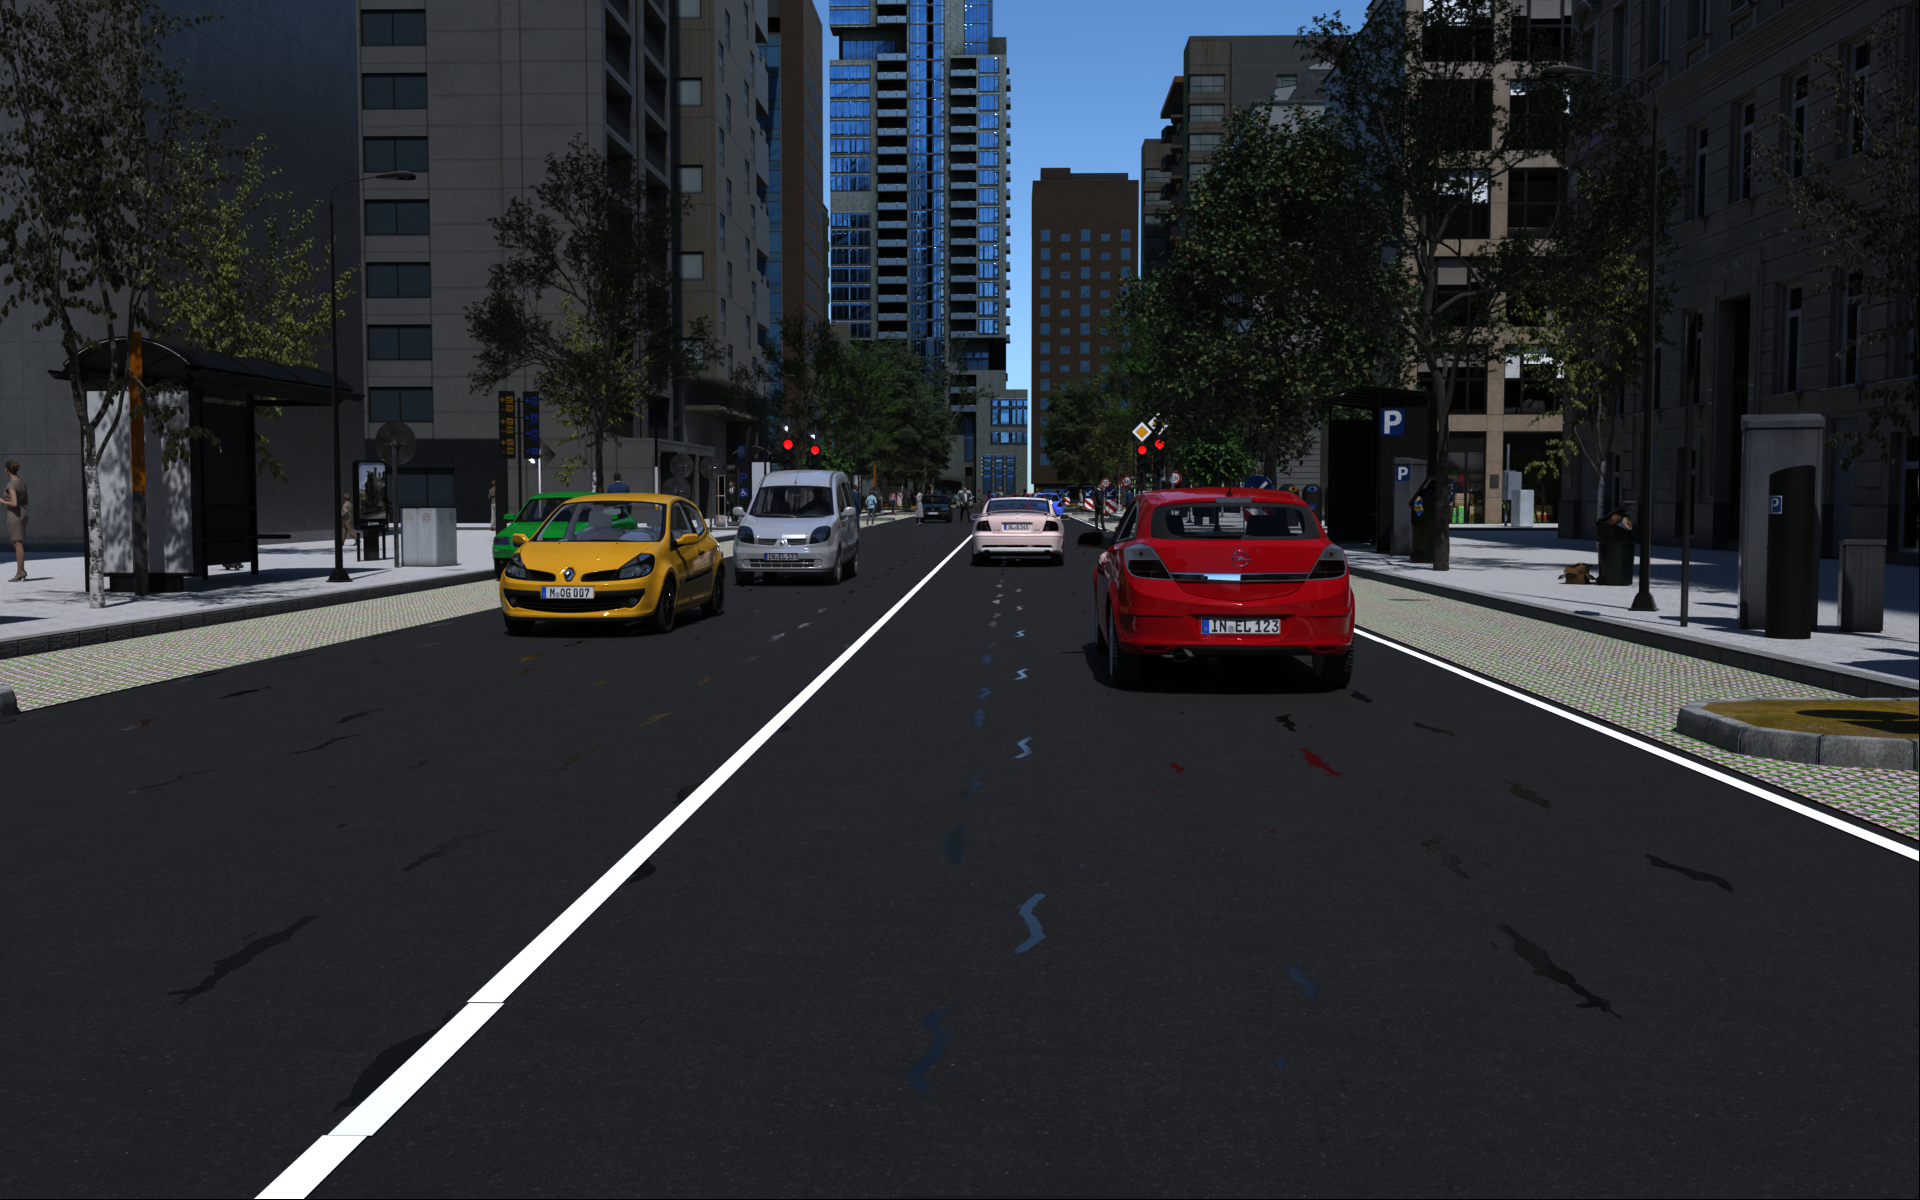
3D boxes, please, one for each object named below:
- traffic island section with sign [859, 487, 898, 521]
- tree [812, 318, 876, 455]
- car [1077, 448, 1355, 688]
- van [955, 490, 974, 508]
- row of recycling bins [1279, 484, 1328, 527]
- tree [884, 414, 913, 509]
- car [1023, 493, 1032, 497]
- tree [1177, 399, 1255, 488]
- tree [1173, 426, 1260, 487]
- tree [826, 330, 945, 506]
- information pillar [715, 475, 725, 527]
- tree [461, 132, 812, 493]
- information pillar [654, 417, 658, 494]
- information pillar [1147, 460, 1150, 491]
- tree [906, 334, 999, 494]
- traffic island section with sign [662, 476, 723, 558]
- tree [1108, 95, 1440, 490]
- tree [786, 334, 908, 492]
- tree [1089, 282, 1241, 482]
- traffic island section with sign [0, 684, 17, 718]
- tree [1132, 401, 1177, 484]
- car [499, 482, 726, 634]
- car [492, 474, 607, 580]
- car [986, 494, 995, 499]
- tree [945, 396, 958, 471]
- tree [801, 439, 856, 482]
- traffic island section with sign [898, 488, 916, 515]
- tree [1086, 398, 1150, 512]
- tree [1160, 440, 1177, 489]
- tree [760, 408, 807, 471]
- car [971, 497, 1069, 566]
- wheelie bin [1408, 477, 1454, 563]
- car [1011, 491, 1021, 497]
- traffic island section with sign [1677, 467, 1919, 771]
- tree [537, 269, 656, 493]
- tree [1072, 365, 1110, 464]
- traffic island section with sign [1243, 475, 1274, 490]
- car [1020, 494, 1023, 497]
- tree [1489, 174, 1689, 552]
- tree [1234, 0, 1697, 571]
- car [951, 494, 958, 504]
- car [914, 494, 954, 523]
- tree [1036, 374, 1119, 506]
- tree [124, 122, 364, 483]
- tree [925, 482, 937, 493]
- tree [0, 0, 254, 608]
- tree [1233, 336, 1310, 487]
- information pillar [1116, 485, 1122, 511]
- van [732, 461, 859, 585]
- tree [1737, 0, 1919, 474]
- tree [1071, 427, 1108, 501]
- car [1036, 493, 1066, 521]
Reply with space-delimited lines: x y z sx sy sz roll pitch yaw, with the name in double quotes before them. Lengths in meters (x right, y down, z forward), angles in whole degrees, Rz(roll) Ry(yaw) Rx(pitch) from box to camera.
"traffic island section with sign" -4.514 -5.181 93.342 1.989 1.847 2.006 0 4 2
"tree" -8.278 -9.281 86.161 8.767 10.594 7.601 0 4 2
"car" 2.060 -0.324 14.330 2.155 1.783 4.494 0 4 2
"van" 0.478 -10.470 178.193 2.013 2.044 4.112 0 4 0
"row of recycling bins" 14.348 -3.756 68.530 3.534 1.692 1.069 1 4 11
"tree" -5.268 -12.407 153.211 4.360 8.622 3.978 0 3 0
"car" 4.863 -6.435 114.252 2.155 1.783 4.494 0 3 0
"tree" 15.166 -9.052 98.359 4.737 8.622 4.395 0 3 0
"tree" 10.081 -5.178 68.370 4.285 4.588 4.351 0 3 0
"tree" -6.366 -14.069 136.688 9.857 13.997 8.962 0 3 0
"information pillar" -9.399 -3.880 67.929 0.304 2.012 0.304 -2 4 -29
"tree" -9.805 -6.808 45.729 8.767 10.594 7.601 2 4 32
"information pillar" -9.317 -3.778 53.132 0.183 3.616 0.504 -1 4 -11
"information pillar" 13.084 -7.897 120.471 0.183 3.616 0.504 -1 4 -10
"tree" -2.126 -21.308 204.281 12.611 20.169 13.585 0 3 0
"traffic island section with sign" -6.273 -1.800 38.056 1.989 1.847 2.006 0 4 2
"tree" 9.058 -8.130 49.932 9.611 12.733 9.660 0 3 0
"tree" -7.295 -11.528 114.243 9.928 11.665 9.643 0 3 0
"tree" 10.069 -9.625 83.122 9.928 11.665 9.643 0 3 0
"traffic island section with sign" -7.132 -0.131 10.778 1.989 1.847 2.006 0 4 2
"tree" 13.358 -10.215 117.375 4.360 8.622 3.978 0 3 0
"car" -3.746 -0.539 19.038 2.015 1.641 3.980 0 4 4
"car" -6.787 -1.305 30.129 1.959 1.807 4.718 0 4 1
"car" 4.221 -12.525 214.380 1.945 1.707 3.694 0 4 3
"tree" -4.846 -17.135 186.809 9.857 13.997 8.962 0 3 0
"tree" -7.605 -7.065 99.221 4.285 4.588 4.351 0 3 0
"traffic island section with sign" -3.651 -6.829 120.283 1.989 1.847 2.006 0 4 2
"tree" 11.673 -10.625 124.076 4.737 8.622 4.395 0 3 0
"tree" 16.651 -10.553 122.896 4.737 8.622 4.395 0 3 0
"tree" -14.270 -11.612 140.216 4.360 8.622 3.978 0 3 0
"car" 1.240 -1.451 36.086 2.083 1.381 4.827 0 4 3
"wheelie bin" 8.773 -1.487 32.229 0.693 1.594 0.980 2 4 31
"car" 7.034 -12.387 211.572 2.155 1.783 4.494 0 4 2
"traffic island section with sign" 5.261 -0.074 9.838 1.989 1.847 2.006 0 4 2
"tree" -12.068 -6.534 57.193 4.737 8.622 4.395 0 3 0
"tree" 11.455 -10.600 107.716 8.767 10.594 7.601 -2 4 -28
"traffic island section with sign" 6.115 -1.722 36.780 1.989 1.847 2.006 0 4 2
"car" 6.312 -9.345 161.585 1.959 1.807 4.718 0 4 4
"tree" 14.174 -5.386 38.425 4.737 8.622 4.395 0 3 0
"tree" 8.356 -5.780 28.918 7.601 10.594 8.767 -3 4 -38
"car" -0.850 -12.698 216.400 1.959 1.807 4.718 0 4 1
"car" -1.275 -4.755 87.535 2.009 1.686 4.222 0 4 2
"tree" 12.914 -16.896 182.911 9.857 13.997 8.962 0 3 0
"tree" -14.631 -5.185 35.137 4.737 8.622 4.395 0 3 0
"tree" -3.769 -13.327 212.489 1.663 3.219 1.824 0 3 0
"tree" -9.692 -4.197 18.987 4.360 8.622 3.978 0 3 0
"tree" 13.540 -7.698 76.231 4.360 8.622 3.978 0 3 0
"information pillar" 12.287 -7.905 133.735 0.304 2.012 0.304 -3 5 -41
"van" -2.664 -1.326 28.693 2.013 2.044 4.112 0 4 3
"tree" 11.511 -4.247 19.799 4.360 8.622 3.978 0 3 0
"tree" 13.442 -13.681 174.054 4.360 8.622 3.978 0 3 0
"car" 4.760 -5.152 93.820 1.945 1.707 3.694 0 4 3
